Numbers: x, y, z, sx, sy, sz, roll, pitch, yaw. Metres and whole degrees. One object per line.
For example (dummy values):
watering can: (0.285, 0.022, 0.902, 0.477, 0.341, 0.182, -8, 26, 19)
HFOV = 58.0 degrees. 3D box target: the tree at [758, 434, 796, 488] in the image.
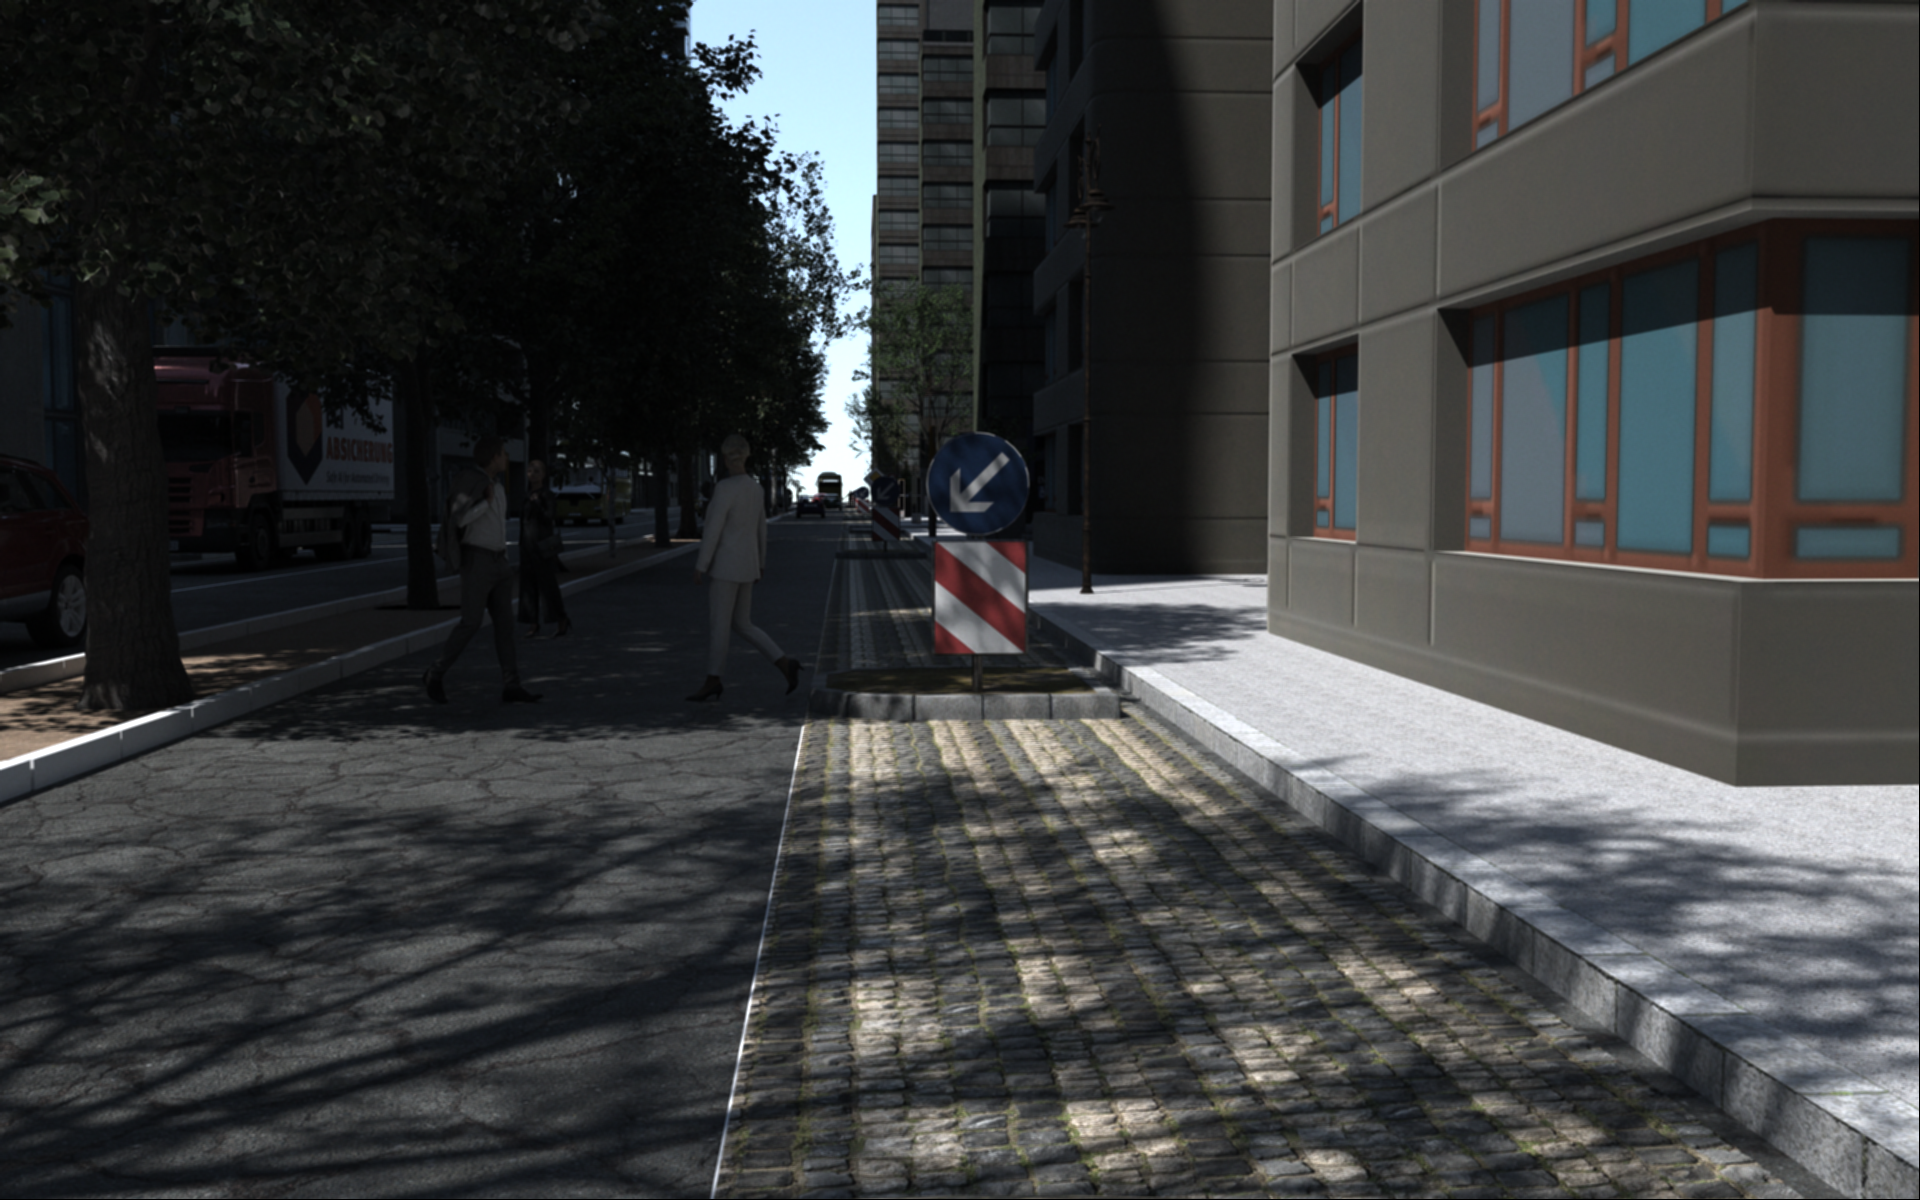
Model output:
tree: (-13.461, -10.542, 125.181, 4.737, 8.622, 4.395, 0, 3, 0)

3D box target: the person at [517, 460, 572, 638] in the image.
person: (-4.227, -0.520, 17.421, 0.576, 1.772, 0.534, 1, 4, 19)

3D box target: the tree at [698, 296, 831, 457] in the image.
tree: (-10.522, -8.939, 83.021, 8.767, 10.594, 7.601, 0, 4, -4)

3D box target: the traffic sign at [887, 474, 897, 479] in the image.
traffic sign: (-4.210, -6.555, 107.273, 0.768, 2.556, 0.104, 0, 4, -1)

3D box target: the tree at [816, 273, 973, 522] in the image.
tree: (-1.230, -9.480, 80.751, 9.928, 11.665, 9.643, 0, 3, 0)

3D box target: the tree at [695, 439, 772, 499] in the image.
tree: (-8.839, -6.672, 61.901, 4.360, 8.622, 3.978, 0, 3, 0)

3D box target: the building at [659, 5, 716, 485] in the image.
building: (-45.400, -56.908, 243.111, 22.319, 86.520, 31.000, 0, 4, -4)

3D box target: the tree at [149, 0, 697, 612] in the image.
tree: (-6.759, -5.686, 21.182, 9.928, 11.665, 9.643, 0, 3, 0)

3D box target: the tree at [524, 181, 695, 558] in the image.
tree: (-7.805, -5.246, 38.595, 4.737, 8.622, 4.395, 0, 3, 0)

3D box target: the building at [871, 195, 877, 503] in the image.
building: (-2.799, -39.264, 265.662, 21.300, 48.544, 21.600, 0, 4, -4)

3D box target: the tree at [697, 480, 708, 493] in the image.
tree: (-30.558, -13.049, 207.960, 1.663, 3.219, 1.824, 0, 3, 0)

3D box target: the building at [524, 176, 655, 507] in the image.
building: (-40.668, -32.974, 158.736, 23.786, 49.044, 30.456, 0, 4, -4)

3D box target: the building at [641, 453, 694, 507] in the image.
building: (-44.450, -21.112, 190.221, 27.650, 21.520, 28.899, 0, 4, -4)

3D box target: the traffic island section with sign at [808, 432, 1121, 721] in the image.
traffic island section with sign: (-0.037, -0.196, 11.837, 1.989, 1.847, 2.006, 0, 4, -4)

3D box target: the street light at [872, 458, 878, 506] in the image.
street light: (-8.663, -12.781, 181.757, 0.468, 5.910, 1.993, 0, 4, -4)

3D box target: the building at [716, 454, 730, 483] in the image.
building: (-49.399, -26.344, 275.763, 27.650, 21.520, 28.899, 0, 4, -4)

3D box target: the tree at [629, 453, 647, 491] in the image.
tree: (-27.342, -11.739, 142.295, 4.360, 8.622, 3.978, 0, 3, 0)

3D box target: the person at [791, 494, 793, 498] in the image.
person: (-28.934, -17.730, 298.320, 0.705, 1.831, 1.348, -1, 4, -11)

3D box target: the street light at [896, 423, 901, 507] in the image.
street light: (-3.801, -8.152, 106.075, 0.468, 5.910, 1.993, 0, 4, -4)

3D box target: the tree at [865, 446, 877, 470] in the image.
tree: (-10.823, -17.356, 234.131, 4.360, 8.622, 3.978, 0, 3, 0)

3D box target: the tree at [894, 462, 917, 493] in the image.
tree: (-3.255, -6.637, 103.115, 1.663, 3.219, 1.824, 0, 3, 0)

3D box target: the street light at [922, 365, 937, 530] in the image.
street light: (-1.079, -5.465, 62.141, 0.468, 5.910, 1.993, 0, 4, -4)

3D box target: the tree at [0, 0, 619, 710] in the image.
tree: (-5.544, -6.244, 11.195, 9.857, 13.997, 8.962, 0, 3, 0)

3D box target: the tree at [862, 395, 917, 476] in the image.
tree: (-5.029, -10.882, 128.289, 4.737, 8.622, 4.395, 0, 3, 0)

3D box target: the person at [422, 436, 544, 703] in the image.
person: (-3.295, -0.199, 11.858, 0.850, 1.850, 0.679, 1, 4, 10)

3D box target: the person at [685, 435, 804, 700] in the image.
person: (-1.500, -0.222, 12.004, 0.818, 1.842, 0.514, 0, 4, 5)

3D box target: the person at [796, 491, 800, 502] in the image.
person: (-22.231, -14.029, 237.500, 0.705, 1.869, 1.348, 0, 4, 7)

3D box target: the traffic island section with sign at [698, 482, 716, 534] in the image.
traffic island section with sign: (-9.166, -3.371, 63.256, 2.006, 1.907, 1.989, 0, 4, -4)

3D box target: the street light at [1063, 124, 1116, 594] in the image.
street light: (1.639, -3.022, 22.196, 0.468, 5.910, 1.993, 0, 4, -4)

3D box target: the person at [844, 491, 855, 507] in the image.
person: (-11.768, -10.835, 185.788, 1.348, 1.807, 0.705, -1, 4, -23)

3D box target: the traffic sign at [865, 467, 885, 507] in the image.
traffic sign: (-3.074, -3.651, 63.332, 0.795, 2.450, 0.064, 0, 4, -4)

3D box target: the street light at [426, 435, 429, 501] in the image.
street light: (-21.705, -5.981, 70.569, 0.468, 5.910, 1.993, 0, 4, -4)

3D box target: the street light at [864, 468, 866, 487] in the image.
street light: (-13.964, -17.814, 264.047, 0.468, 5.910, 1.993, 0, 4, -4)

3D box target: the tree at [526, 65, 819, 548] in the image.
tree: (-7.767, -7.623, 45.221, 7.486, 12.596, 7.792, 0, 3, 0)

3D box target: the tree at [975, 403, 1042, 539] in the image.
tree: (0.748, -2.607, 37.220, 1.663, 3.219, 1.824, 0, 3, 0)

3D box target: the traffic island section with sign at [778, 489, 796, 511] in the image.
traffic island section with sign: (-14.499, -8.409, 145.630, 2.006, 1.907, 1.989, 0, 4, -4)

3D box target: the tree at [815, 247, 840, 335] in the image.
tree: (-8.644, -8.271, 54.702, 9.611, 12.733, 9.660, 0, 3, 0)

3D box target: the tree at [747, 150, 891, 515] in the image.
tree: (-10.323, -14.431, 94.294, 12.611, 20.169, 13.585, 0, 3, 0)

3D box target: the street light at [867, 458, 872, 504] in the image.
street light: (-11.341, -15.263, 222.336, 0.468, 5.910, 1.993, 0, 4, -4)

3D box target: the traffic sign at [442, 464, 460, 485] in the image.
traffic sign: (-21.483, -4.462, 73.056, 0.768, 2.556, 0.104, 0, 4, 5)

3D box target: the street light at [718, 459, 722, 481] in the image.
street light: (-31.999, -15.766, 230.555, 0.468, 5.910, 1.993, 0, 4, -4)

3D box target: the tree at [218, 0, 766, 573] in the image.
tree: (-7.606, -6.820, 30.967, 9.611, 12.733, 9.660, 0, 3, 0)

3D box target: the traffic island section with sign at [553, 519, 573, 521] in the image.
traffic island section with sign: (-21.118, -5.173, 93.205, 1.989, 1.847, 2.006, 0, 4, -4)

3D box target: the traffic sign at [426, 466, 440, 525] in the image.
traffic sign: (-19.086, -3.589, 62.320, 0.795, 2.450, 0.064, 0, 4, -4)

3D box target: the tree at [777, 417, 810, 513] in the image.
tree: (-14.433, -11.709, 144.258, 4.360, 8.622, 3.978, 0, 3, 0)

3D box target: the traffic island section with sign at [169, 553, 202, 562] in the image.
traffic island section with sign: (-17.486, -1.747, 37.192, 1.989, 1.847, 2.006, 0, 4, -4)

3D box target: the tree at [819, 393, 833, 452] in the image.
tree: (-11.568, -11.255, 104.596, 7.486, 12.596, 7.792, 0, 3, 0)

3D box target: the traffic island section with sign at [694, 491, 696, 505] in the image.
traffic island section with sign: (-26.016, -9.799, 168.848, 1.989, 1.847, 2.006, 0, 4, -4)

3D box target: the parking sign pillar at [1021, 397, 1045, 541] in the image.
parking sign pillar: (2.417, -3.618, 47.629, 1.447, 3.967, 1.447, -3, 5, -45)

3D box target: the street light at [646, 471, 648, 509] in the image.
street light: (-26.547, -10.639, 146.729, 0.468, 5.910, 1.993, 0, 4, -4)

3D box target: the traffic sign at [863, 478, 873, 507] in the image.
traffic sign: (-3.590, -4.138, 71.301, 0.795, 2.450, 0.064, 0, 4, -4)

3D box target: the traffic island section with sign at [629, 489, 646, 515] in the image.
traffic island section with sign: (-22.861, -6.818, 120.104, 1.989, 1.847, 2.006, 0, 4, -4)
